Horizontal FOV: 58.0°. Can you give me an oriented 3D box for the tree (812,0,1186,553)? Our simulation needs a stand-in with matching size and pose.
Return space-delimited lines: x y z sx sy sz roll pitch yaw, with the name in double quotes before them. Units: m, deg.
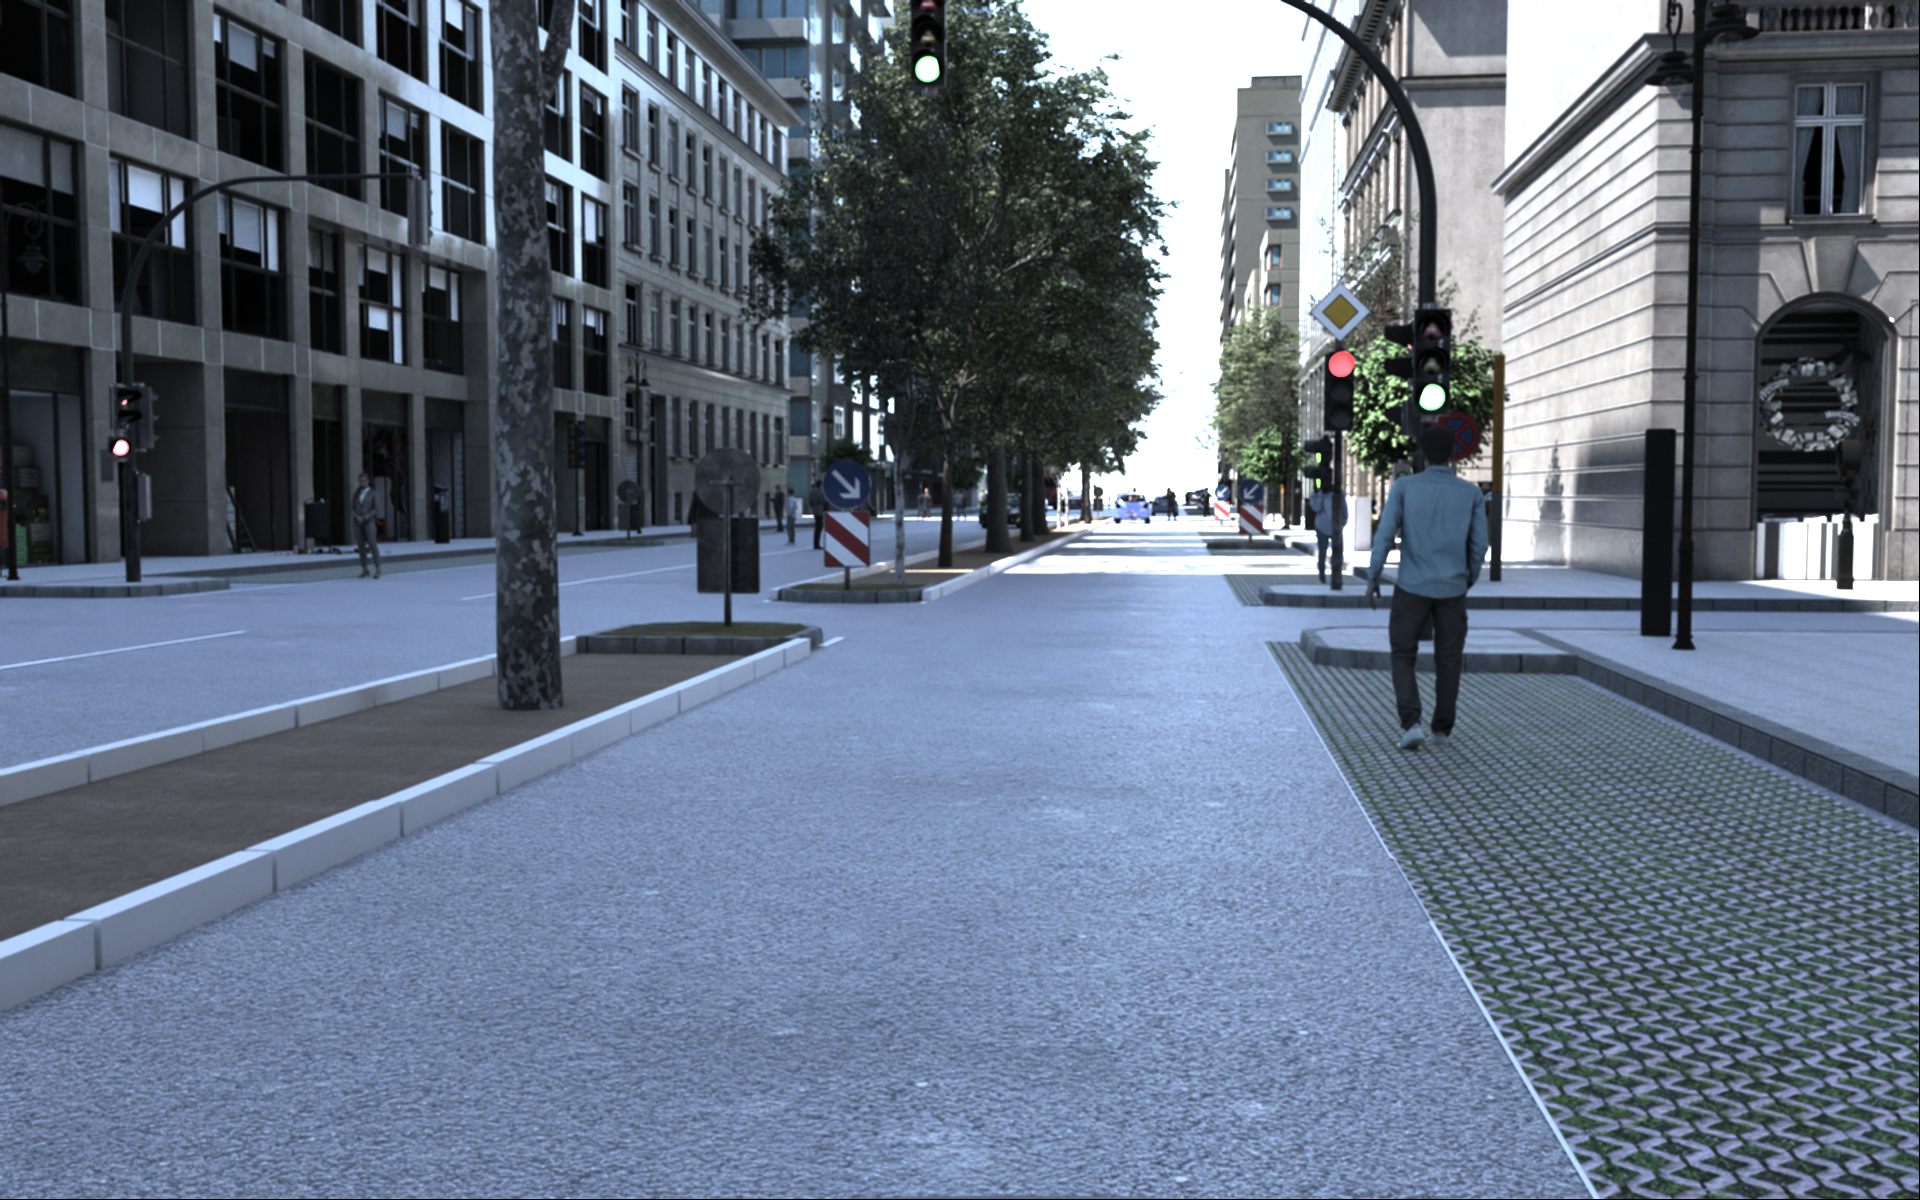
"tree" 0.942 -8.118 41.846 9.857 13.997 8.962 0 3 0

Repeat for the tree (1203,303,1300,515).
"tree" 17.984 -11.356 103.790 7.486 12.596 7.792 0 3 0

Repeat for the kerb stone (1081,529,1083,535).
"kerb stone" 4.035 -2.261 59.160 0.120 0.150 1.000 0 4 7

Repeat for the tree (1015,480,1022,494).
"tree" 7.236 -12.474 198.552 1.663 3.219 1.824 0 3 0

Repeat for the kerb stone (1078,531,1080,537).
"kerb stone" 3.781 -2.134 57.132 0.120 0.150 1.000 0 4 7

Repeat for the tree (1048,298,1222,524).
"tree" 6.043 -10.330 81.726 12.009 13.543 11.850 0 3 0

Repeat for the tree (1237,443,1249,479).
"tree" 14.301 -5.802 78.582 4.285 4.588 4.351 0 3 0

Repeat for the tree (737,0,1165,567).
"tree" -0.356 -5.883 33.063 8.767 10.594 7.601 0 4 7

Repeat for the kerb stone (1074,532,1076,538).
"kerb stone" 3.536 -2.012 55.097 0.120 0.150 1.000 0 4 7

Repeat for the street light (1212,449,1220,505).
"street light" 25.717 -12.247 173.033 0.468 5.910 1.993 0 4 7

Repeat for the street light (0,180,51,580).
"street light" -14.135 -3.235 25.678 0.468 5.910 1.993 0 4 7

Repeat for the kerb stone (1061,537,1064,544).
"kerb stone" 2.782 -1.639 48.986 0.120 0.150 1.000 0 4 7

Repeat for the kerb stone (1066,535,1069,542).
"kerb stone" 3.037 -1.763 51.019 0.120 0.150 1.000 0 4 7

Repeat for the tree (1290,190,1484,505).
"tree" 10.338 -5.601 41.933 4.360 8.622 3.978 0 3 0

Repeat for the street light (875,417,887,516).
"street light" -4.638 -7.899 101.936 0.468 5.910 1.993 0 4 7

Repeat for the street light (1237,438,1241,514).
"street light" 18.255 -8.603 113.441 0.468 5.910 1.993 0 4 7

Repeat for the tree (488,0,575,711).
"tree" -1.776 -9.274 9.983 12.611 20.169 13.585 0 3 0

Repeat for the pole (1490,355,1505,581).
"pole" 7.909 -1.935 25.478 0.158 3.312 0.155 0 3 0

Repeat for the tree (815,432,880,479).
"tree" -5.932 -6.596 91.563 4.285 4.588 4.351 0 3 0

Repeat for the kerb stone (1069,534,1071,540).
"kerb stone" 3.157 -1.825 52.034 0.120 0.150 1.000 0 4 7

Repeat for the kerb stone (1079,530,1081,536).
"kerb stone" 3.903 -2.199 58.147 0.120 0.150 1.000 0 4 7

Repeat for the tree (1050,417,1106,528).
"tree" 4.485 -7.302 72.201 4.360 8.622 3.978 0 3 0

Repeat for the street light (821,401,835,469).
"street light" -6.547 -6.918 85.899 0.468 5.910 1.993 0 4 7

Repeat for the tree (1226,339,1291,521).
"tree" 14.674 -8.113 83.014 4.360 8.622 3.978 0 3 0

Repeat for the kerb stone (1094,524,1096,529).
"kerb stone" 5.168 -2.817 68.303 0.120 0.150 1.000 0 4 7

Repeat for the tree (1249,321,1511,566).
"tree" 8.254 -2.915 31.380 4.285 4.588 4.351 0 3 0

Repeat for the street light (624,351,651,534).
"street light" -10.391 -5.085 55.921 0.468 5.910 1.993 0 4 7

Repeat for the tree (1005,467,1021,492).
"tree" 4.026 -11.769 176.140 4.285 4.588 4.351 0 3 0

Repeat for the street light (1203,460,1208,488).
"street light" 32.243 -15.479 225.867 0.468 5.910 1.993 0 4 7

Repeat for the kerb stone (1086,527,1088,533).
"kerb stone" 4.414 -2.448 62.212 0.120 0.150 1.000 0 4 7

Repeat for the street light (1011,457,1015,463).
"street light" 5.673 -12.988 185.144 0.468 5.910 1.993 0 4 7

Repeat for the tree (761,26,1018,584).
"tree" -0.970 -4.542 27.083 4.360 8.622 3.978 0 3 0

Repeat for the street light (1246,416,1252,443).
"street light" 15.999 -7.500 95.420 0.468 5.910 1.993 0 4 7

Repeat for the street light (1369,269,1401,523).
"street light" 8.737 -3.849 35.719 0.468 5.910 1.993 0 4 7

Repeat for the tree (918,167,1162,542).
"tree" 2.049 -7.976 50.995 7.486 12.596 7.792 0 3 0

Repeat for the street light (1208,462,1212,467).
"street light" 28.567 -13.630 195.645 0.468 5.910 1.993 0 4 7

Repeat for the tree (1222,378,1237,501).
"tree" 27.981 -16.632 182.304 12.009 13.543 11.850 0 3 0

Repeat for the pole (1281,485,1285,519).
"pole" 16.551 -5.798 88.636 0.158 3.312 0.155 0 3 0

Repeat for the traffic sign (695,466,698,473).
"traffic sign" -9.327 -3.717 62.901 0.606 2.300 0.079 1 4 15

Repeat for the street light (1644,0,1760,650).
"street light" 5.993 -2.531 14.165 0.468 5.910 1.993 0 4 7

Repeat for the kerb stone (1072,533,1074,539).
"kerb stone" 3.407 -1.950 54.077 0.120 0.150 1.000 0 4 7

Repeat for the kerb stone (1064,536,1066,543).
"kerb stone" 2.904 -1.701 50.003 0.120 0.150 1.000 0 4 7

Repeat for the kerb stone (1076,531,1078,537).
"kerb stone" 3.659 -2.070 56.111 0.120 0.150 1.000 0 4 7

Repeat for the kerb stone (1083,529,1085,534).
"kerb stone" 4.159 -2.322 60.181 0.120 0.150 1.000 0 4 7

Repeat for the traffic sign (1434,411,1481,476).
"traffic sign" 7.606 -1.626 26.693 0.768 2.556 0.104 1 4 14

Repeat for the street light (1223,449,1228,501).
"street light" 22.025 -10.432 143.350 0.468 5.910 1.993 0 4 7

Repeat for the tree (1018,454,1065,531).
"tree" 3.875 -7.020 67.601 4.737 8.622 4.395 0 3 0

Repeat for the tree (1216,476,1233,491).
"tree" 24.846 -10.401 164.652 1.663 3.219 1.824 0 3 0

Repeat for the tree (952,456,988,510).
"tree" 0.373 -9.826 144.372 4.285 4.588 4.351 0 3 0

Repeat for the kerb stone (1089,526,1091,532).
"kerb stone" 4.675 -2.571 64.239 0.120 0.150 1.000 0 4 7

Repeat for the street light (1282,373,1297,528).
"street light" 12.427 -5.664 65.402 0.468 5.910 1.993 0 4 7
